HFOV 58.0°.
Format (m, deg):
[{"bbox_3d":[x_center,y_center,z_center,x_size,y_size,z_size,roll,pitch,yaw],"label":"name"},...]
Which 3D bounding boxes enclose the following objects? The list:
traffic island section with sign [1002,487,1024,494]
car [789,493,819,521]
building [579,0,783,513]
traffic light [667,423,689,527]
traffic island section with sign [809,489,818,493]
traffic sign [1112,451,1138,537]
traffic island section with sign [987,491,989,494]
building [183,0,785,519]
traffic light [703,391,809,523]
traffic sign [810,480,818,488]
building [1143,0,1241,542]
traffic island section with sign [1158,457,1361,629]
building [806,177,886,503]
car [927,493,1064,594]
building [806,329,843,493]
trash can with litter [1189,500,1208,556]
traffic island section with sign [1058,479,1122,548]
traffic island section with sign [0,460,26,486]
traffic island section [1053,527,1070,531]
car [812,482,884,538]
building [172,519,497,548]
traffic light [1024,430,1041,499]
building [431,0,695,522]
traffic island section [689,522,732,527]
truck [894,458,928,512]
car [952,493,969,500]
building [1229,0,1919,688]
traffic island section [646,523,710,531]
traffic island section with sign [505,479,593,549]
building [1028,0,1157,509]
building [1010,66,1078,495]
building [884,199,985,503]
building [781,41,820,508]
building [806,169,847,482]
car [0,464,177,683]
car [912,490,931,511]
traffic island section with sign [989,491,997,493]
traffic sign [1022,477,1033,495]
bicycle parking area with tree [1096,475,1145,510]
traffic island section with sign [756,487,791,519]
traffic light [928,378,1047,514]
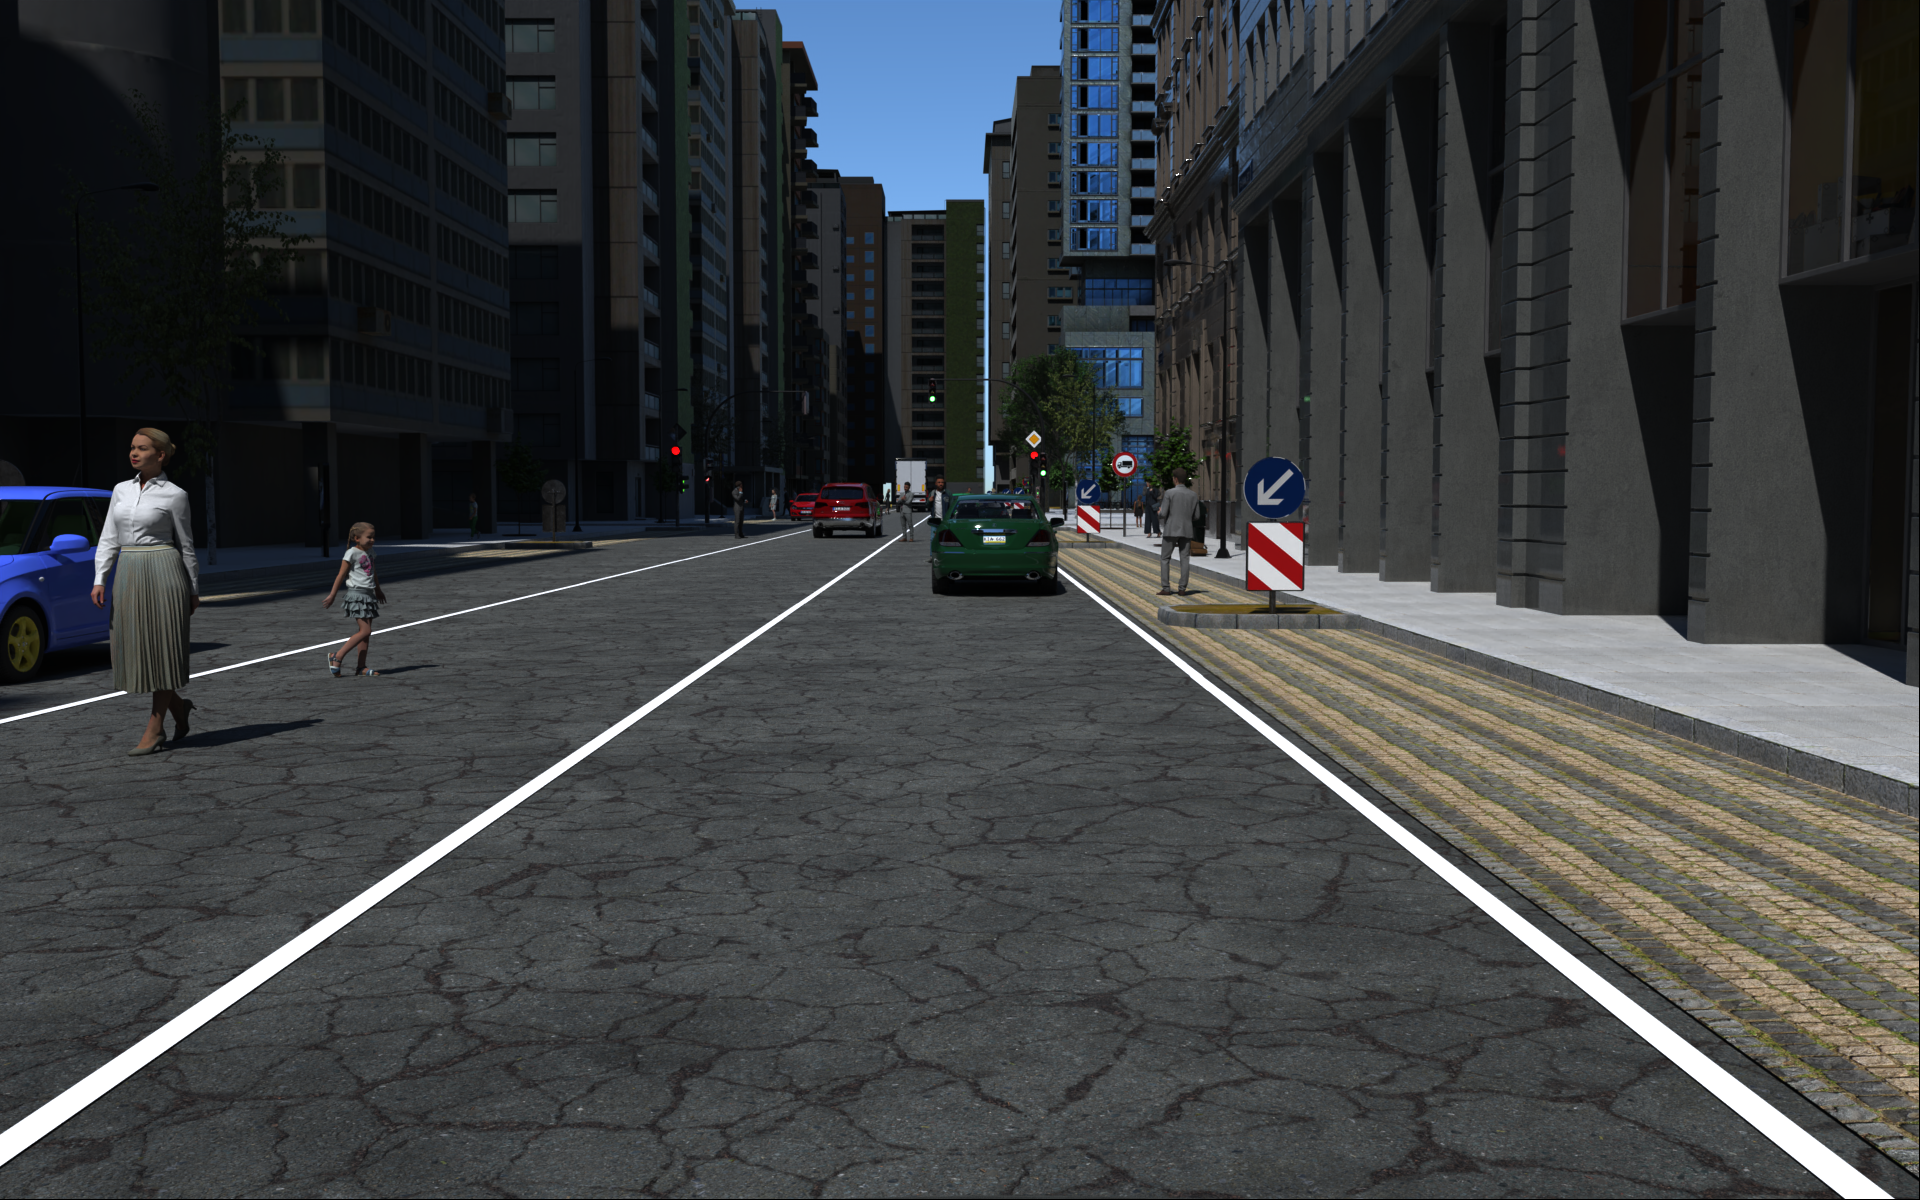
[{"bbox_3d":[3.309,-5.665,101.254,1.989,1.847,2.006,0,3,0],"label":"traffic island section with sign"},{"bbox_3d":[-8.087,-5.166,93.511,2.155,1.783,4.494,0,4,1],"label":"car"},{"bbox_3d":[-22.156,-28.030,141.883,14.154,41.232,14.086,0,3,0],"label":"building"},{"bbox_3d":[-11.129,-4.852,68.251,0.839,4.253,0.868,0,3,0],"label":"traffic light"},{"bbox_3d":[-10.791,-7.299,127.960,1.989,1.847,2.006,0,3,0],"label":"traffic island section with sign"},{"bbox_3d":[4.936,-3.167,51.887,0.768,2.556,0.104,0,4,4],"label":"traffic sign"},{"bbox_3d":[3.368,-10.403,178.720,1.989,1.847,2.006,0,3,0],"label":"traffic island section with sign"},{"bbox_3d":[-28.188,-25.675,111.661,32.217,40.220,23.993,0,3,0],"label":"building"},{"bbox_3d":[-9.031,-6.214,76.269,4.771,5.953,1.251,0,3,0],"label":"traffic light"},{"bbox_3d":[-12.779,-9.267,151.614,0.768,2.556,0.104,1,4,8],"label":"traffic sign"},{"bbox_3d":[12.914,-15.629,52.792,12.463,27.353,25.104,0,3,0],"label":"building"},{"bbox_3d":[3.235,-0.645,19.171,1.989,1.847,2.006,0,3,0],"label":"traffic island section with sign"},{"bbox_3d":[-17.707,-36.263,243.009,14.200,45.320,14.600,0,3,0],"label":"building"},{"bbox_3d":[0.539,-0.887,26.300,2.131,1.459,4.920,0,4,2],"label":"car"},{"bbox_3d":[-28.079,-21.433,195.461,27.650,21.520,28.899,0,3,0],"label":"building"},{"bbox_3d":[4.951,-1.505,35.992,0.624,1.170,1.055,0,4,-5],"label":"trash can with litter"},{"bbox_3d":[3.260,-2.299,46.217,1.989,1.847,2.006,0,3,0],"label":"traffic island section with sign"},{"bbox_3d":[-10.882,-0.637,19.039,1.989,1.847,2.006,0,3,0],"label":"traffic island section with sign"},{"bbox_3d":[3.272,-2.819,68.369,2.009,0.180,2.903,0,3,0],"label":"traffic island section"},{"bbox_3d":[-3.731,-3.017,57.995,2.281,1.827,5.304,0,4,2],"label":"car"},{"bbox_3d":[-26.360,-21.887,49.741,23.993,40.220,32.217,0,3,0],"label":"building"},{"bbox_3d":[3.238,-5.341,76.240,0.839,4.253,0.868,0,3,0],"label":"traffic light"},{"bbox_3d":[-21.229,-24.529,84.636,14.154,41.232,14.086,0,3,0],"label":"building"},{"bbox_3d":[-11.163,-3.308,76.371,2.009,0.180,2.903,0,3,0],"label":"traffic island section"},{"bbox_3d":[-3.932,-9.195,139.253,2.839,4.237,11.283,0,4,-2],"label":"truck"},{"bbox_3d":[0.191,-5.092,92.050,1.959,1.807,4.718,0,4,1],"label":"car"},{"bbox_3d":[11.748,-15.112,24.577,11.434,29.767,29.804,0,3,0],"label":"building"},{"bbox_3d":[-11.169,-2.820,68.386,2.009,0.180,2.903,0,3,0],"label":"traffic island section"},{"bbox_3d":[-10.860,-2.286,46.012,1.989,1.847,2.006,0,3,0],"label":"traffic island section with sign"},{"bbox_3d":[18.418,-52.181,165.824,22.319,86.520,31.000,0,3,0],"label":"building"},{"bbox_3d":[16.645,-34.834,193.236,21.300,48.544,21.600,0,3,0],"label":"building"},{"bbox_3d":[-3.565,-34.180,242.439,14.086,41.232,14.154,0,3,0],"label":"building"},{"bbox_3d":[-25.153,-31.272,165.920,22.147,44.769,28.867,0,3,0],"label":"building"},{"bbox_3d":[-21.484,-32.767,219.338,14.086,41.232,14.154,0,3,0],"label":"building"},{"bbox_3d":[-7.908,-0.285,14.249,1.945,1.707,3.694,0,4,1],"label":"car"},{"bbox_3d":[-3.401,-8.531,148.158,2.281,1.827,5.304,0,4,2],"label":"car"},{"bbox_3d":[3.325,-7.314,128.209,1.989,1.847,2.006,0,3,0],"label":"traffic island section with sign"},{"bbox_3d":[5.006,-7.857,128.570,0.768,2.556,0.104,0,4,4],"label":"traffic sign"},{"bbox_3d":[15.589,-9.728,146.053,9.016,4.147,8.231,0,4,-3],"label":"bicycle parking area with tree"},{"bbox_3d":[-10.822,-5.650,101.005,1.989,1.847,2.006,0,3,0],"label":"traffic island section with sign"},{"bbox_3d":[1.140,-5.715,68.115,4.771,5.953,1.251,0,3,0],"label":"traffic light"}]
